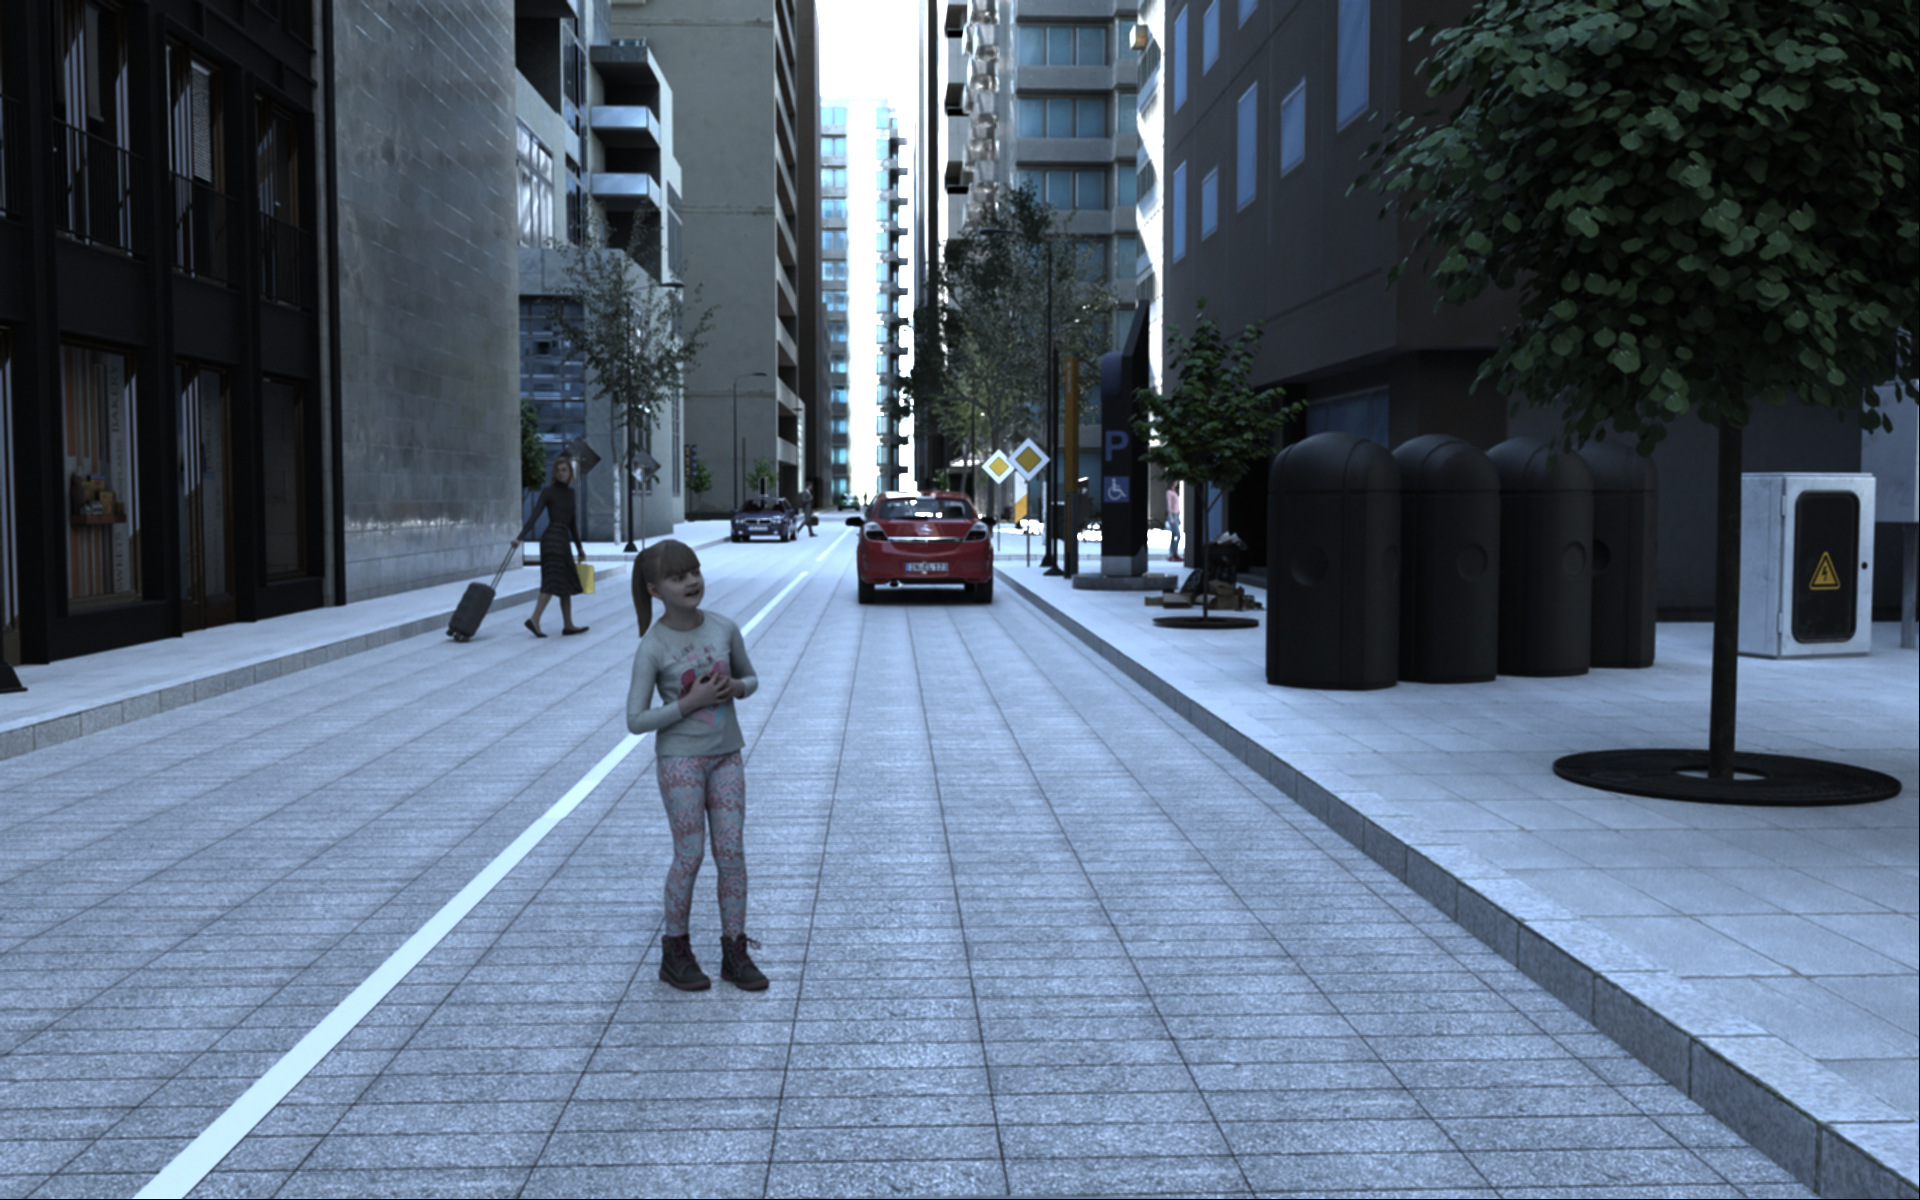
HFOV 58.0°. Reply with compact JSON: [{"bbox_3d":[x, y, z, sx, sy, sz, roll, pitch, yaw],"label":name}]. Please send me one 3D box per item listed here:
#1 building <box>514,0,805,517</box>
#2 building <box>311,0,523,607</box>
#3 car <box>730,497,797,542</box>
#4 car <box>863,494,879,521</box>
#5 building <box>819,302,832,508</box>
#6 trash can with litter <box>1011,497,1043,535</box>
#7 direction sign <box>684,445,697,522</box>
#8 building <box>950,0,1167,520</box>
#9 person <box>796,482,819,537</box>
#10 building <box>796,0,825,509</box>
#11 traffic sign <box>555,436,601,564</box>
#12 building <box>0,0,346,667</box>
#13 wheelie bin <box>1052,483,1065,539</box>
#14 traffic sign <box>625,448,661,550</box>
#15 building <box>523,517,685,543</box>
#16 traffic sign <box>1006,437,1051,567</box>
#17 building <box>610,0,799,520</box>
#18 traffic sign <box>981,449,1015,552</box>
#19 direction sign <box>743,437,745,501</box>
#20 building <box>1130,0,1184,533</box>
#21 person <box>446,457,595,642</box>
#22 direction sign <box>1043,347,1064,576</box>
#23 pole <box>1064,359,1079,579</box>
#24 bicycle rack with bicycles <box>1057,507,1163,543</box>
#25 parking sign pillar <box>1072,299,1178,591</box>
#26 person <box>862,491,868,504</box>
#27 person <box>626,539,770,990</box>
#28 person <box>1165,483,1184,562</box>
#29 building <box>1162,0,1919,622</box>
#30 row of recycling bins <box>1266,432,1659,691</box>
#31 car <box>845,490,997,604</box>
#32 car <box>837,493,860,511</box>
[{"bbox_3d":[-22.465,-49.763,126.304,22.319,86.520,31.000,0,4,-2],"label":"building"},{"bbox_3d":[-15.753,-10.342,23.849,16.860,20.320,10.420,0,4,-2],"label":"building"},{"bbox_3d":[-5.927,-2.444,52.540,1.945,1.354,3.894,0,4,-1],"label":"car"},{"bbox_3d":[-2.529,-3.165,63.539,2.131,1.459,4.920,0,4,-1],"label":"car"},{"bbox_3d":[-27.904,-20.198,175.273,28.899,21.520,27.650,0,4,-2],"label":"building"},{"bbox_3d":[2.490,-2.650,54.390,1.678,1.210,2.233,-2,4,-35],"label":"trash can with litter"},{"bbox_3d":[-12.396,-5.363,79.676,0.379,3.537,0.876,2,4,30],"label":"direction sign"},{"bbox_3d":[11.607,-29.271,98.194,23.786,49.044,30.456,0,4,-2],"label":"building"},{"bbox_3d":[-5.128,-3.014,57.743,0.822,1.834,0.622,0,4,-5],"label":"person"},{"bbox_3d":[-19.171,-30.591,150.280,14.600,45.320,14.200,0,4,-2],"label":"building"},{"bbox_3d":[-6.637,-1.622,30.157,0.795,2.450,0.064,0,4,-2],"label":"traffic sign"},{"bbox_3d":[-12.904,-11.100,11.157,12.332,23.373,15.834,0,4,-2],"label":"building"},{"bbox_3d":[2.874,-2.545,49.523,0.980,1.594,0.693,2,4,24],"label":"wheelie bin"},{"bbox_3d":[-6.977,-2.110,38.135,0.795,2.450,0.064,0,4,-2],"label":"traffic sign"},{"bbox_3d":[-20.690,-45.600,58.226,22.319,86.520,31.000,0,4,-2],"label":"building"},{"bbox_3d":[1.201,-1.641,30.469,0.795,2.450,0.064,0,4,-2],"label":"traffic sign"},{"bbox_3d":[-20.063,-28.745,93.678,21.300,48.544,21.600,0,4,-2],"label":"building"},{"bbox_3d":[0.861,-2.129,38.446,0.795,2.450,0.064,0,4,-2],"label":"traffic sign"},{"bbox_3d":[-8.652,-4.737,69.452,0.379,3.537,0.876,0,4,-4],"label":"direction sign"},{"bbox_3d":[18.508,-22.157,54.150,23.993,40.220,32.217,0,4,-2],"label":"building"},{"bbox_3d":[-4.362,-0.524,17.278,1.509,1.804,0.699,-2,4,-30],"label":"person"},{"bbox_3d":[1.501,-2.155,27.225,0.379,3.537,0.876,0,4,7],"label":"direction sign"},{"bbox_3d":[1.687,-1.979,26.201,0.158,3.312,0.155,0,3,0],"label":"pole"},{"bbox_3d":[4.032,-2.013,46.289,2.925,0.926,2.852,0,4,3],"label":"bicycle rack with bicycles"},{"bbox_3d":[2.246,-2.142,23.496,1.447,3.967,1.447,1,4,16],"label":"parking sign pillar"},{"bbox_3d":[-9.764,-10.297,177.681,0.721,1.723,1.217,2,4,25],"label":"person"},{"bbox_3d":[-0.739,0.473,5.040,0.394,1.301,0.425,3,4,37],"label":"person"},{"bbox_3d":[4.508,-1.711,36.482,0.388,1.821,0.555,1,4,14],"label":"person"},{"bbox_3d":[10.776,-22.793,22.774,14.600,45.320,14.200,0,4,-2],"label":"building"},{"bbox_3d":[3.697,-0.319,12.336,3.534,1.692,1.069,-2,4,-32],"label":"row of recycling bins"},{"bbox_3d":[-0.530,-0.925,24.171,2.155,1.783,4.494,0,4,-3],"label":"car"},{"bbox_3d":[-9.471,-8.496,147.707,1.959,1.807,4.718,0,4,-1],"label":"car"}]
